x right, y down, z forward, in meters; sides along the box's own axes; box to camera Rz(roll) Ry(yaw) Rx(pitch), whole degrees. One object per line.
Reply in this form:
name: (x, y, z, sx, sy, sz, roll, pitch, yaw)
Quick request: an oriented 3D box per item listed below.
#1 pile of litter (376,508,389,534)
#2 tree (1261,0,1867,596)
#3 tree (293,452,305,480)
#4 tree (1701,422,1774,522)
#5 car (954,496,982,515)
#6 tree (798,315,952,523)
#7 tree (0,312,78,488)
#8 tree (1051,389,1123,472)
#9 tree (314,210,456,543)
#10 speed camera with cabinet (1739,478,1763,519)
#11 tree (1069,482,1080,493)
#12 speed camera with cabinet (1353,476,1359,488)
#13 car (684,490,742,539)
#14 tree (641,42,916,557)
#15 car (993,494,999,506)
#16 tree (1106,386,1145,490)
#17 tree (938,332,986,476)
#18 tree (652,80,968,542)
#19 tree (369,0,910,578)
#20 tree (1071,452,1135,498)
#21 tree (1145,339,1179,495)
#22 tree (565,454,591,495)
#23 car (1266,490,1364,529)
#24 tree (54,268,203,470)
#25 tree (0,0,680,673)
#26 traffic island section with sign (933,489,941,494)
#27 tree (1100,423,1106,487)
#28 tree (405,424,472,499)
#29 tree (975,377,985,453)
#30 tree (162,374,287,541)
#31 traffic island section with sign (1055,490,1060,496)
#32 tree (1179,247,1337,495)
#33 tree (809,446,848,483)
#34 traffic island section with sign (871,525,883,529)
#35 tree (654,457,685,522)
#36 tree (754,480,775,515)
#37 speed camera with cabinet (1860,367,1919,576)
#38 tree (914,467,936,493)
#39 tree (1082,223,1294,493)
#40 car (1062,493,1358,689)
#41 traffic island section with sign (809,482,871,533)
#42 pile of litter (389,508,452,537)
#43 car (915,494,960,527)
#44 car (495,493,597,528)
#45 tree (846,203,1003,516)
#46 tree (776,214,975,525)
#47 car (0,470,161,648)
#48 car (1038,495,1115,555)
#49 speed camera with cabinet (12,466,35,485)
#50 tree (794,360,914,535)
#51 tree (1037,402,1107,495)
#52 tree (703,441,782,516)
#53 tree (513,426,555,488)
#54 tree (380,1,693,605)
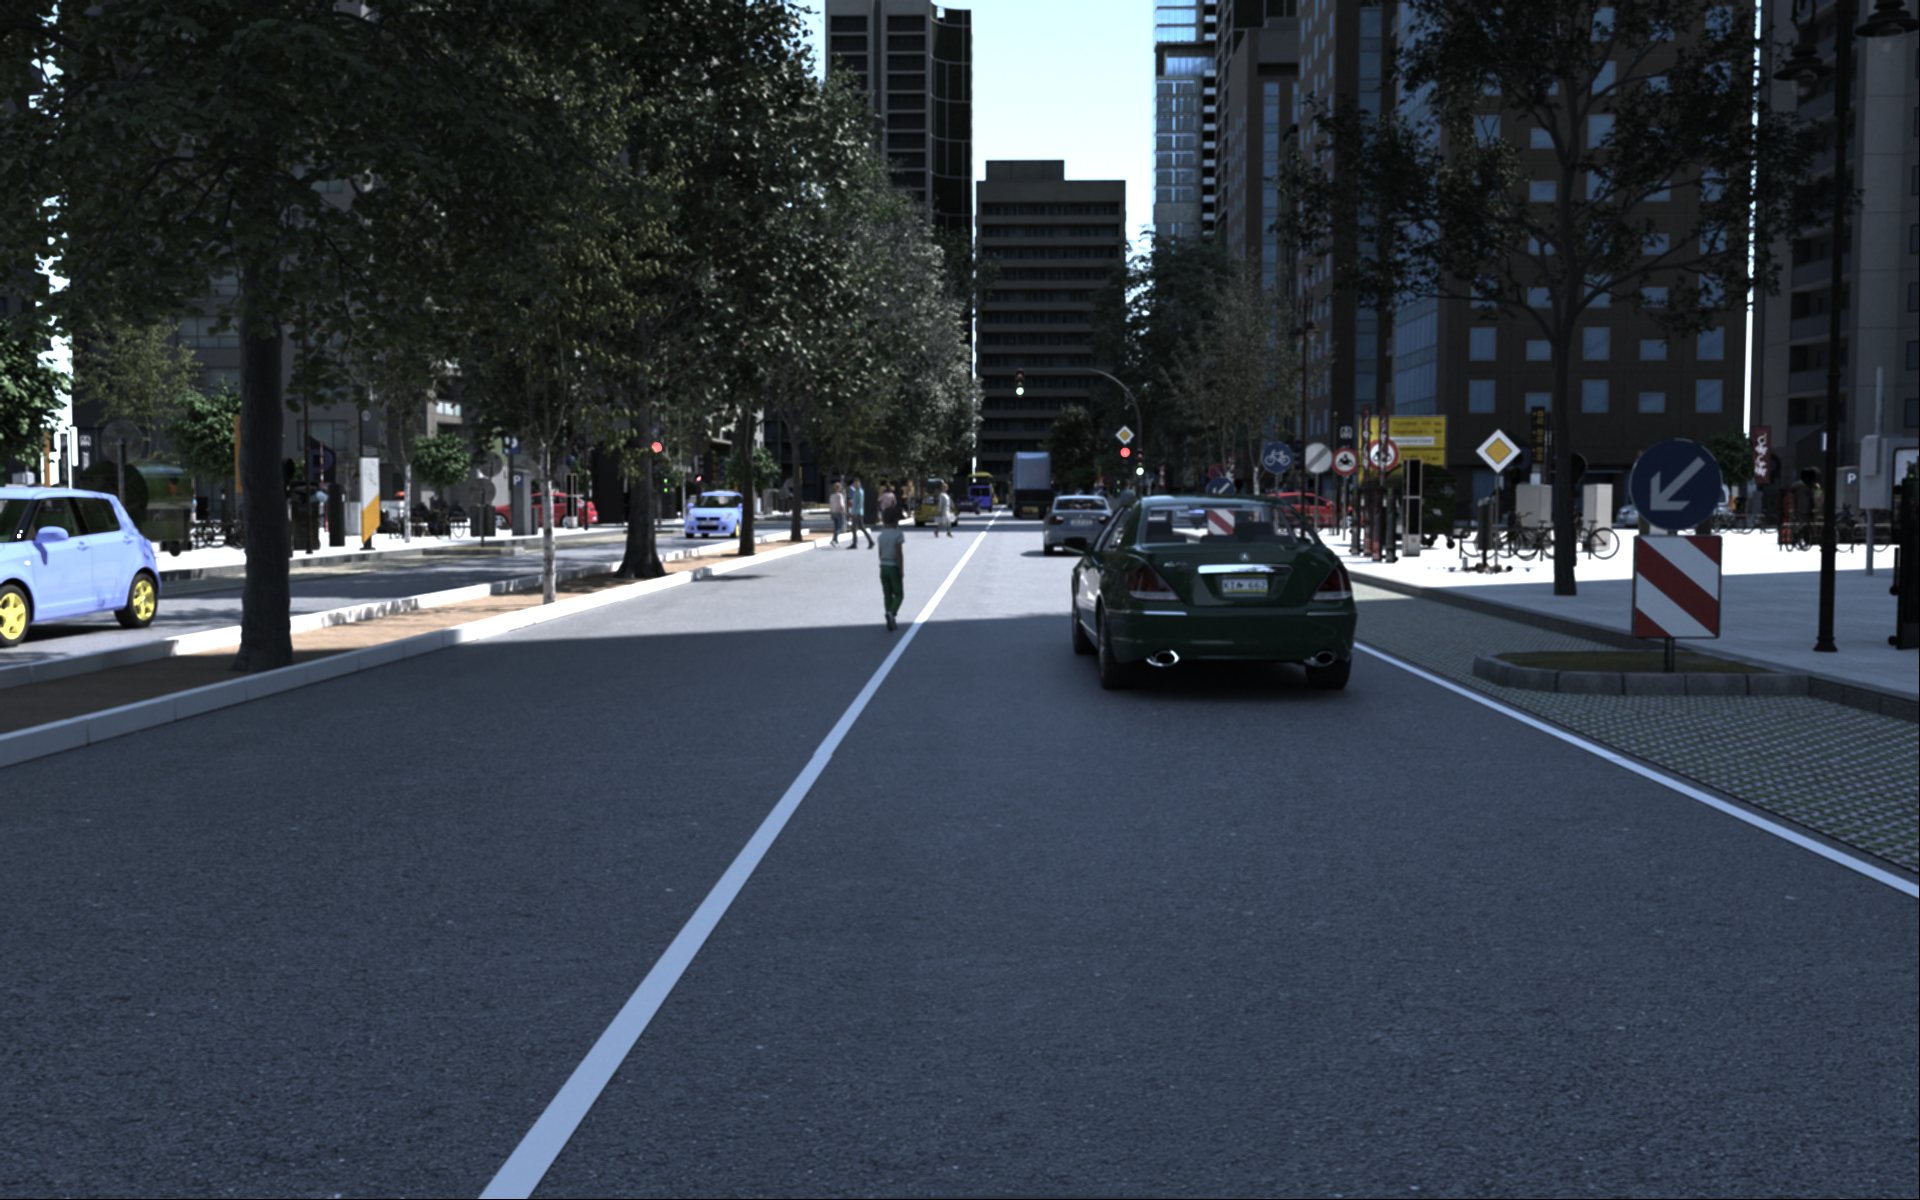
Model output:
pile of litter: (-18.650, -2.582, 56.186, 1.719, 0.858, 1.176, 2, 4, 25)
tree: (7.346, -5.339, 21.706, 7.601, 10.594, 8.767, 0, 4, 0)
tree: (-30.328, -5.234, 80.175, 1.663, 3.219, 1.824, 0, 3, 0)
tree: (34.983, -5.810, 78.708, 4.285, 4.588, 4.351, 0, 3, 0)
car: (0.524, -6.592, 120.365, 1.945, 1.354, 3.894, 0, 4, 3)
tree: (-4.257, -10.066, 85.171, 7.486, 12.596, 7.792, 0, 3, 0)
tree: (-15.281, -2.617, 26.499, 4.285, 4.588, 4.351, 0, 3, 0)
tree: (12.187, -13.432, 154.023, 8.767, 10.594, 7.601, -1, 4, -19)
tree: (-14.503, -5.789, 45.018, 4.360, 8.622, 3.978, 0, 3, 0)
speed camera with cabinet: (41.427, -5.854, 90.056, 0.660, 3.252, 2.038, -1, 4, -14)
tree: (13.239, -12.492, 198.851, 1.663, 3.219, 1.824, 0, 3, 0)
speed camera with cabinet: (19.361, -5.295, 80.902, 0.660, 3.252, 2.038, -3, 5, -41)
car: (-7.928, -2.893, 56.897, 1.945, 1.707, 3.694, 0, 4, 3)
tree: (-4.801, -6.800, 39.388, 9.928, 11.665, 9.643, 0, 3, 0)
car: (3.763, -12.384, 212.698, 2.015, 1.641, 3.980, 0, 4, 3)
tree: (10.018, -8.648, 91.755, 4.360, 8.622, 3.978, 0, 3, 0)
tree: (-3.412, -10.728, 94.864, 9.611, 12.733, 9.660, 0, 3, 0)
tree: (-4.850, -8.455, 51.062, 12.009, 13.543, 11.850, 0, 3, 0)
tree: (-5.469, -6.731, 29.520, 9.611, 12.733, 9.660, 0, 3, 0)
tree: (11.312, -8.845, 128.322, 4.285, 4.588, 4.351, 0, 3, 0)
tree: (8.782, -6.554, 57.514, 4.360, 8.622, 3.978, 0, 3, 0)
tree: (-18.373, -5.429, 83.359, 1.663, 3.219, 1.824, 0, 3, 0)
car: (13.187, -3.453, 65.492, 4.494, 1.783, 2.155, 0, 4, 2)
tree: (-24.218, -6.154, 50.979, 4.737, 8.622, 4.395, 0, 3, 0)
tree: (-5.721, -5.719, 14.090, 7.486, 12.596, 7.792, 0, 3, 0)
traffic island section with sign: (-1.961, -8.442, 146.158, 2.006, 1.907, 1.989, 0, 4, 2)
tree: (10.162, -9.412, 104.242, 4.360, 8.622, 3.978, 0, 3, 0)
tree: (-24.468, -5.982, 81.525, 4.285, 4.588, 4.351, 0, 3, 0)
tree: (-2.603, -13.254, 125.822, 9.857, 13.997, 8.962, 0, 3, 0)
tree: (-20.129, -3.904, 47.539, 4.285, 4.588, 4.351, 0, 3, 0)
traffic island section with sign: (10.668, -11.707, 200.036, 1.989, 1.847, 2.006, 0, 4, 2)
tree: (8.899, -6.180, 51.398, 4.360, 8.622, 3.978, 0, 3, 0)
tree: (-10.412, -13.689, 158.221, 7.601, 10.594, 8.767, 0, 4, 4)
traffic island section with sign: (-4.221, -3.848, 71.054, 2.006, 1.907, 1.989, 0, 4, 2)
tree: (-13.665, -5.187, 79.401, 1.663, 3.219, 1.824, 0, 3, 0)
tree: (-12.687, -7.004, 109.124, 1.663, 3.219, 1.824, 0, 3, 0)
speed camera with cabinet: (14.562, -1.958, 26.347, 0.660, 3.252, 2.038, 0, 4, -5)
tree: (-3.049, -9.261, 104.231, 4.737, 8.622, 4.395, 0, 3, 0)
tree: (10.475, -10.703, 81.643, 9.857, 13.997, 8.962, 0, 3, 0)
car: (1.934, -0.143, 14.142, 2.131, 1.459, 4.920, 0, 4, 0)
traffic island section with sign: (-4.454, -3.395, 63.650, 2.006, 1.907, 1.989, 0, 4, 2)
pile of litter: (-16.245, -2.375, 52.790, 1.176, 0.858, 1.719, 3, 5, 45)
car: (-1.018, -4.042, 76.313, 2.015, 1.641, 3.980, 0, 4, 4)
car: (-16.375, -3.559, 67.228, 4.494, 1.783, 2.155, 0, 4, 1)
tree: (-4.003, -15.555, 112.669, 12.611, 20.169, 13.585, 0, 3, 0)
tree: (-4.060, -10.229, 76.363, 9.857, 13.997, 8.962, 0, 3, 0)
car: (-9.615, -0.470, 17.278, 1.945, 1.707, 3.694, 0, 4, 3)
car: (2.894, -1.826, 41.860, 2.014, 1.417, 4.499, 0, 4, 3)
speed camera with cabinet: (-39.629, -4.886, 74.218, 0.660, 3.252, 2.038, 1, 4, 11)
tree: (-4.031, -6.563, 60.131, 4.737, 8.622, 4.395, 0, 3, 0)
tree: (13.893, -18.240, 215.232, 9.611, 12.733, 9.660, 0, 3, 0)
tree: (-12.122, -7.203, 101.478, 4.285, 4.588, 4.351, 0, 3, 0)
tree: (-25.223, -9.428, 104.516, 4.360, 8.622, 3.978, 0, 3, 0)
tree: (-5.249, -4.218, 21.790, 4.737, 8.622, 4.395, 0, 3, 0)
